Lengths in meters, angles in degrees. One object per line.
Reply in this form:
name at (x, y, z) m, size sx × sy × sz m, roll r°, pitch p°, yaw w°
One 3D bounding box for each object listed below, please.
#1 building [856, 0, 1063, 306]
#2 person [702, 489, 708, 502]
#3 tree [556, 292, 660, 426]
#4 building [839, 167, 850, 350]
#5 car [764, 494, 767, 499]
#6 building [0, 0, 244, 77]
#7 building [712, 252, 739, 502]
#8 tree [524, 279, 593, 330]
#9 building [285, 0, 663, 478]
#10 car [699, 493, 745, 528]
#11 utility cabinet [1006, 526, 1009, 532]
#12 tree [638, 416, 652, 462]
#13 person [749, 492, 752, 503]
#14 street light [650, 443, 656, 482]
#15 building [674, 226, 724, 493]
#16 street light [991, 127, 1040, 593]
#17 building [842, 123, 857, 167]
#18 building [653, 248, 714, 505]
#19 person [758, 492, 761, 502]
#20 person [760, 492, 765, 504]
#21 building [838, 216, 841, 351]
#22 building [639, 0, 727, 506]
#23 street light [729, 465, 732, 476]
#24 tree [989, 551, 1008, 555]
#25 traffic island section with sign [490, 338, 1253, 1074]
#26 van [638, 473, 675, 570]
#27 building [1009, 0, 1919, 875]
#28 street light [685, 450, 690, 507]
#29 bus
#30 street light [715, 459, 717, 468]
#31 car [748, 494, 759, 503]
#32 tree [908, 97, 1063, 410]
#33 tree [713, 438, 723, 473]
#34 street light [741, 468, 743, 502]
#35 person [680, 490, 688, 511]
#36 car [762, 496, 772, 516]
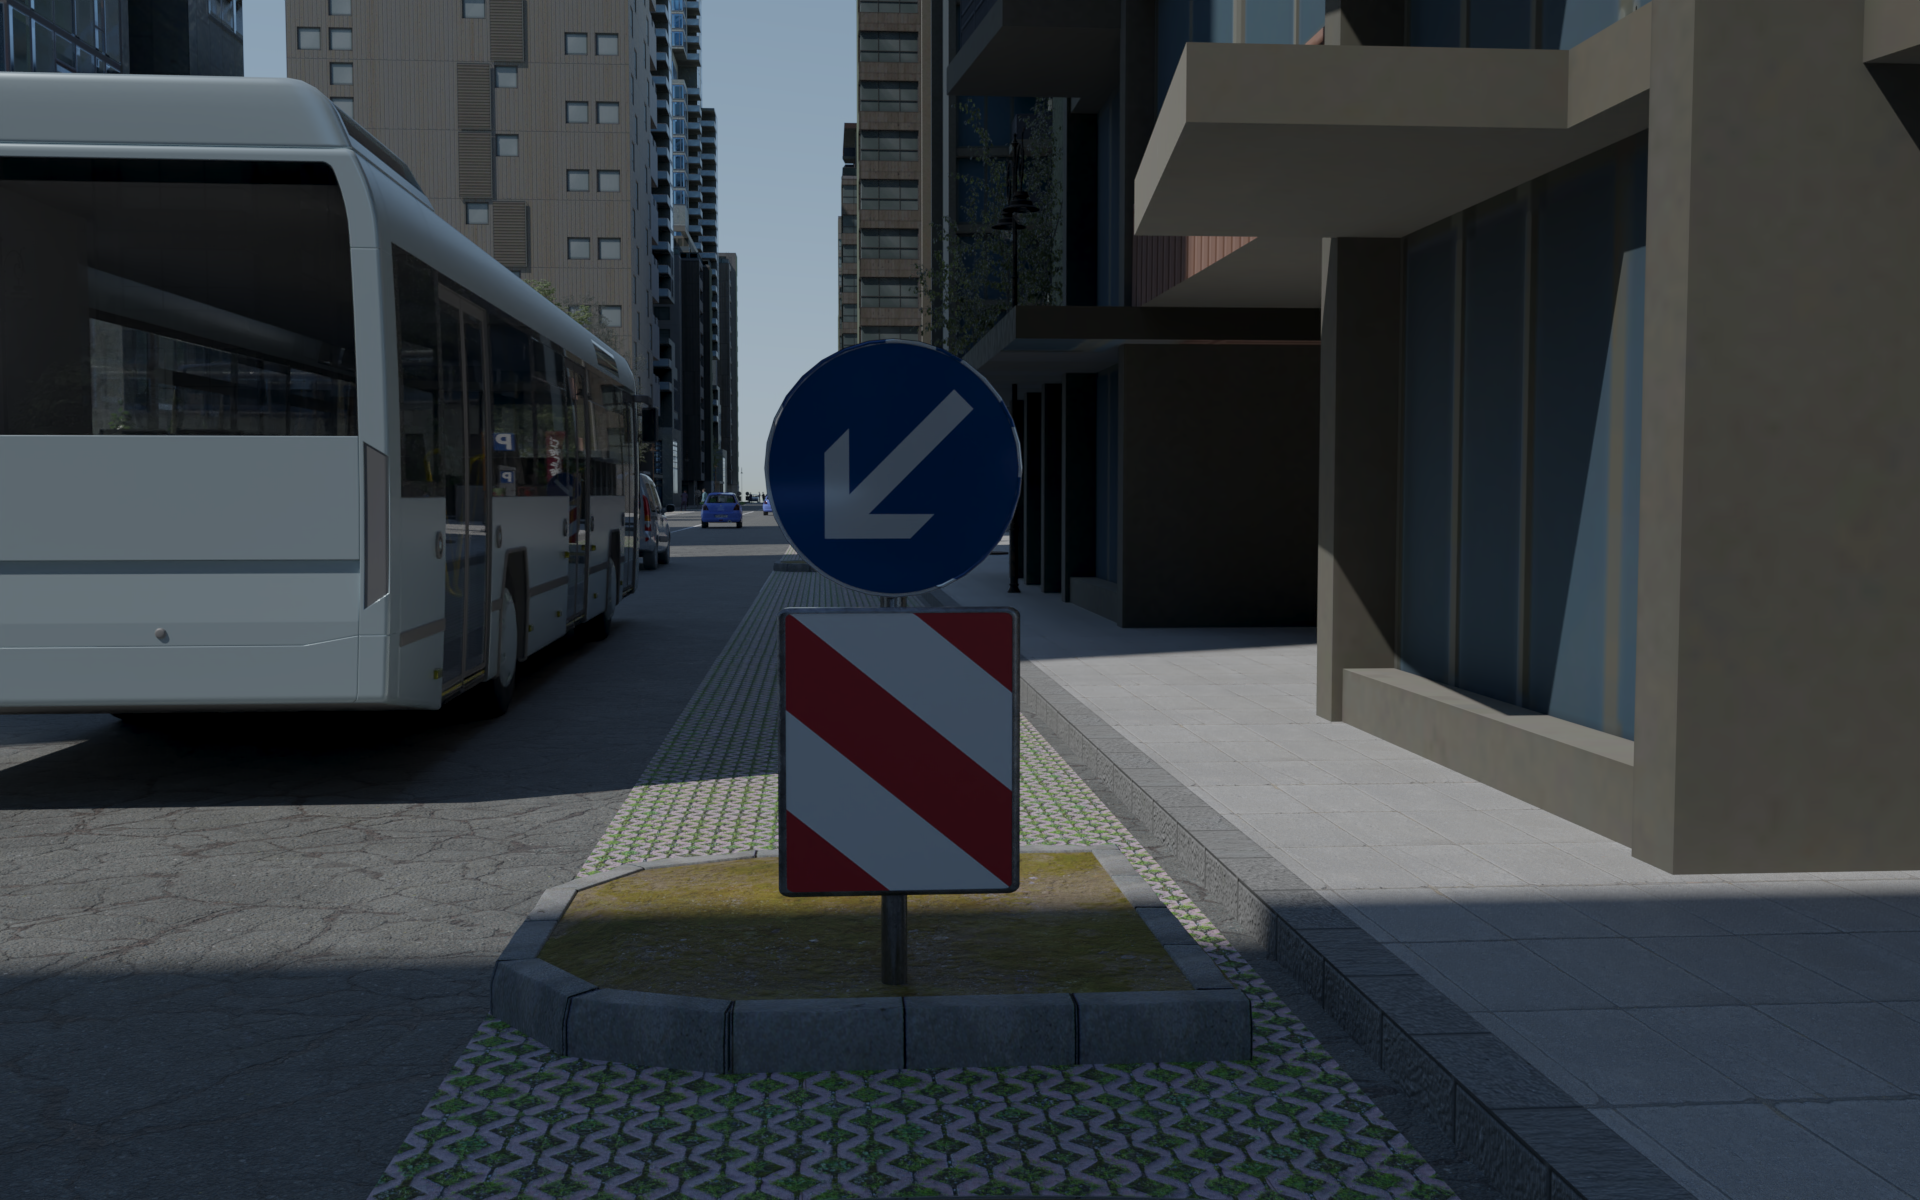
building at (1.206, -19.919, 97.381) m, size 14.160 × 30.474 × 14.107 m, roll 0°, pitch 4°, yaw -5°
person at (-18.566, -7.207, 126.352) m, size 0.620 × 1.820 × 0.660 m, roll 1°, pitch 4°, yaw 16°
tree at (-23.284, -11.869, 104.435) m, size 12.009 × 13.543 × 11.850 m, roll 0°, pitch 3°, yaw 0°
building at (-3.673, -23.519, 156.239) m, size 14.160 × 30.474 × 14.107 m, roll 0°, pitch 4°, yaw -5°
car at (-29.018, -15.632, 264.627) m, size 2.155 × 1.783 × 4.494 m, roll 0°, pitch 4°, yaw -5°
building at (-33.342, -44.801, 45.166) m, size 31.000 × 86.520 × 22.319 m, roll 0°, pitch 4°, yaw -5°
building at (-43.854, -36.772, 284.819) m, size 14.154 × 41.232 × 14.086 m, roll 0°, pitch 4°, yaw -5°
tree at (-22.456, -10.645, 92.165) m, size 7.486 × 12.596 × 7.792 m, roll 0°, pitch 3°, yaw 0°
building at (-40.931, -34.379, 151.331) m, size 28.713 × 52.752 × 27.495 m, roll 0°, pitch 4°, yaw -5°
car at (-10.125, -3.922, 73.723) m, size 1.945 × 1.707 × 3.694 m, roll 0°, pitch 4°, yaw -6°
utility cabinet at (1.528, -3.008, 57.857) m, size 1.173 × 1.500 × 0.318 m, roll 1°, pitch 4°, yaw 20°
tree at (-24.295, -10.678, 124.948) m, size 4.360 × 8.622 × 3.978 m, roll 0°, pitch 3°, yaw 0°
person at (-32.389, -15.824, 268.146) m, size 0.541 × 1.710 × 0.530 m, roll 0°, pitch 4°, yaw -2°
street light at (-24.990, -10.304, 141.264) m, size 0.468 × 5.910 × 1.993 m, roll 0°, pitch 4°, yaw -5°
building at (-48.509, -33.149, 233.863) m, size 32.217 × 40.220 × 23.993 m, roll 0°, pitch 4°, yaw -5°
street light at (0.705, -3.032, 22.357) m, size 0.468 × 5.910 × 1.993 m, roll 0°, pitch 4°, yaw -5°
building at (-2.694, -33.525, 202.754) m, size 22.147 × 44.769 × 28.867 m, roll 0°, pitch 4°, yaw -5°
building at (-36.642, -26.454, 204.216) m, size 14.160 × 30.474 × 14.107 m, roll 0°, pitch 4°, yaw -5°
person at (-34.476, -17.637, 296.731) m, size 0.599 × 1.838 × 0.709 m, roll 1°, pitch 4°, yaw 10°
person at (-29.615, -15.311, 259.366) m, size 0.750 × 1.759 × 0.617 m, roll -2°, pitch 4°, yaw -32°
building at (-11.010, -35.045, 256.571) m, size 14.154 × 41.232 × 14.086 m, roll 0°, pitch 4°, yaw -5°
building at (-46.356, -57.976, 260.585) m, size 22.319 × 86.520 × 31.000 m, roll 0°, pitch 4°, yaw -5°
street light at (-34.418, -17.574, 260.129) m, size 0.468 × 5.910 × 1.993 m, roll 0°, pitch 4°, yaw -5°
tree at (0.647, -2.586, 36.879) m, size 1.663 × 3.219 × 1.824 m, roll 0°, pitch 3°, yaw 0°
traffic island section with sign at (-0.331, 0.209, 5.213) m, size 1.989 × 1.847 × 2.006 m, roll 0°, pitch 4°, yaw -5°
van at (-6.681, -1.660, 34.145) m, size 2.013 × 2.044 × 4.112 m, roll 0°, pitch 4°, yaw -4°
building at (11.332, -21.950, 13.501) m, size 22.147 × 44.769 × 28.867 m, roll 0°, pitch 4°, yaw -5°
street light at (-27.860, -12.479, 176.820) m, size 0.468 × 5.910 × 1.993 m, roll 0°, pitch 4°, yaw -5°
bus at (-4.437, -1.183, 14.199) m, size 2.948 × 3.499 × 13.247 m, roll 0°, pitch 4°, yaw -5°
street light at (-31.695, -15.416, 224.838) m, size 0.468 × 5.910 × 1.993 m, roll 0°, pitch 4°, yaw -5°
car at (-34.616, -17.029, 290.428) m, size 2.014 × 1.417 × 4.499 m, roll 0°, pitch 4°, yaw -5°
tree at (0.961, -4.970, 31.620) m, size 4.360 × 8.622 × 3.978 m, roll 0°, pitch 3°, yaw 0°
tree at (-31.513, -16.256, 216.152) m, size 4.737 × 8.622 × 4.395 m, roll 0°, pitch 3°, yaw 0°
street light at (-37.235, -19.746, 295.626) m, size 0.468 × 5.910 × 1.993 m, roll 0°, pitch 4°, yaw -5°
person at (-23.016, -8.281, 144.343) m, size 0.683 × 1.767 × 0.568 m, roll -1°, pitch 4°, yaw -14°
car at (-12.386, -6.564, 116.907) m, size 1.945 × 1.707 × 3.694 m, roll 0°, pitch 4°, yaw -4°
